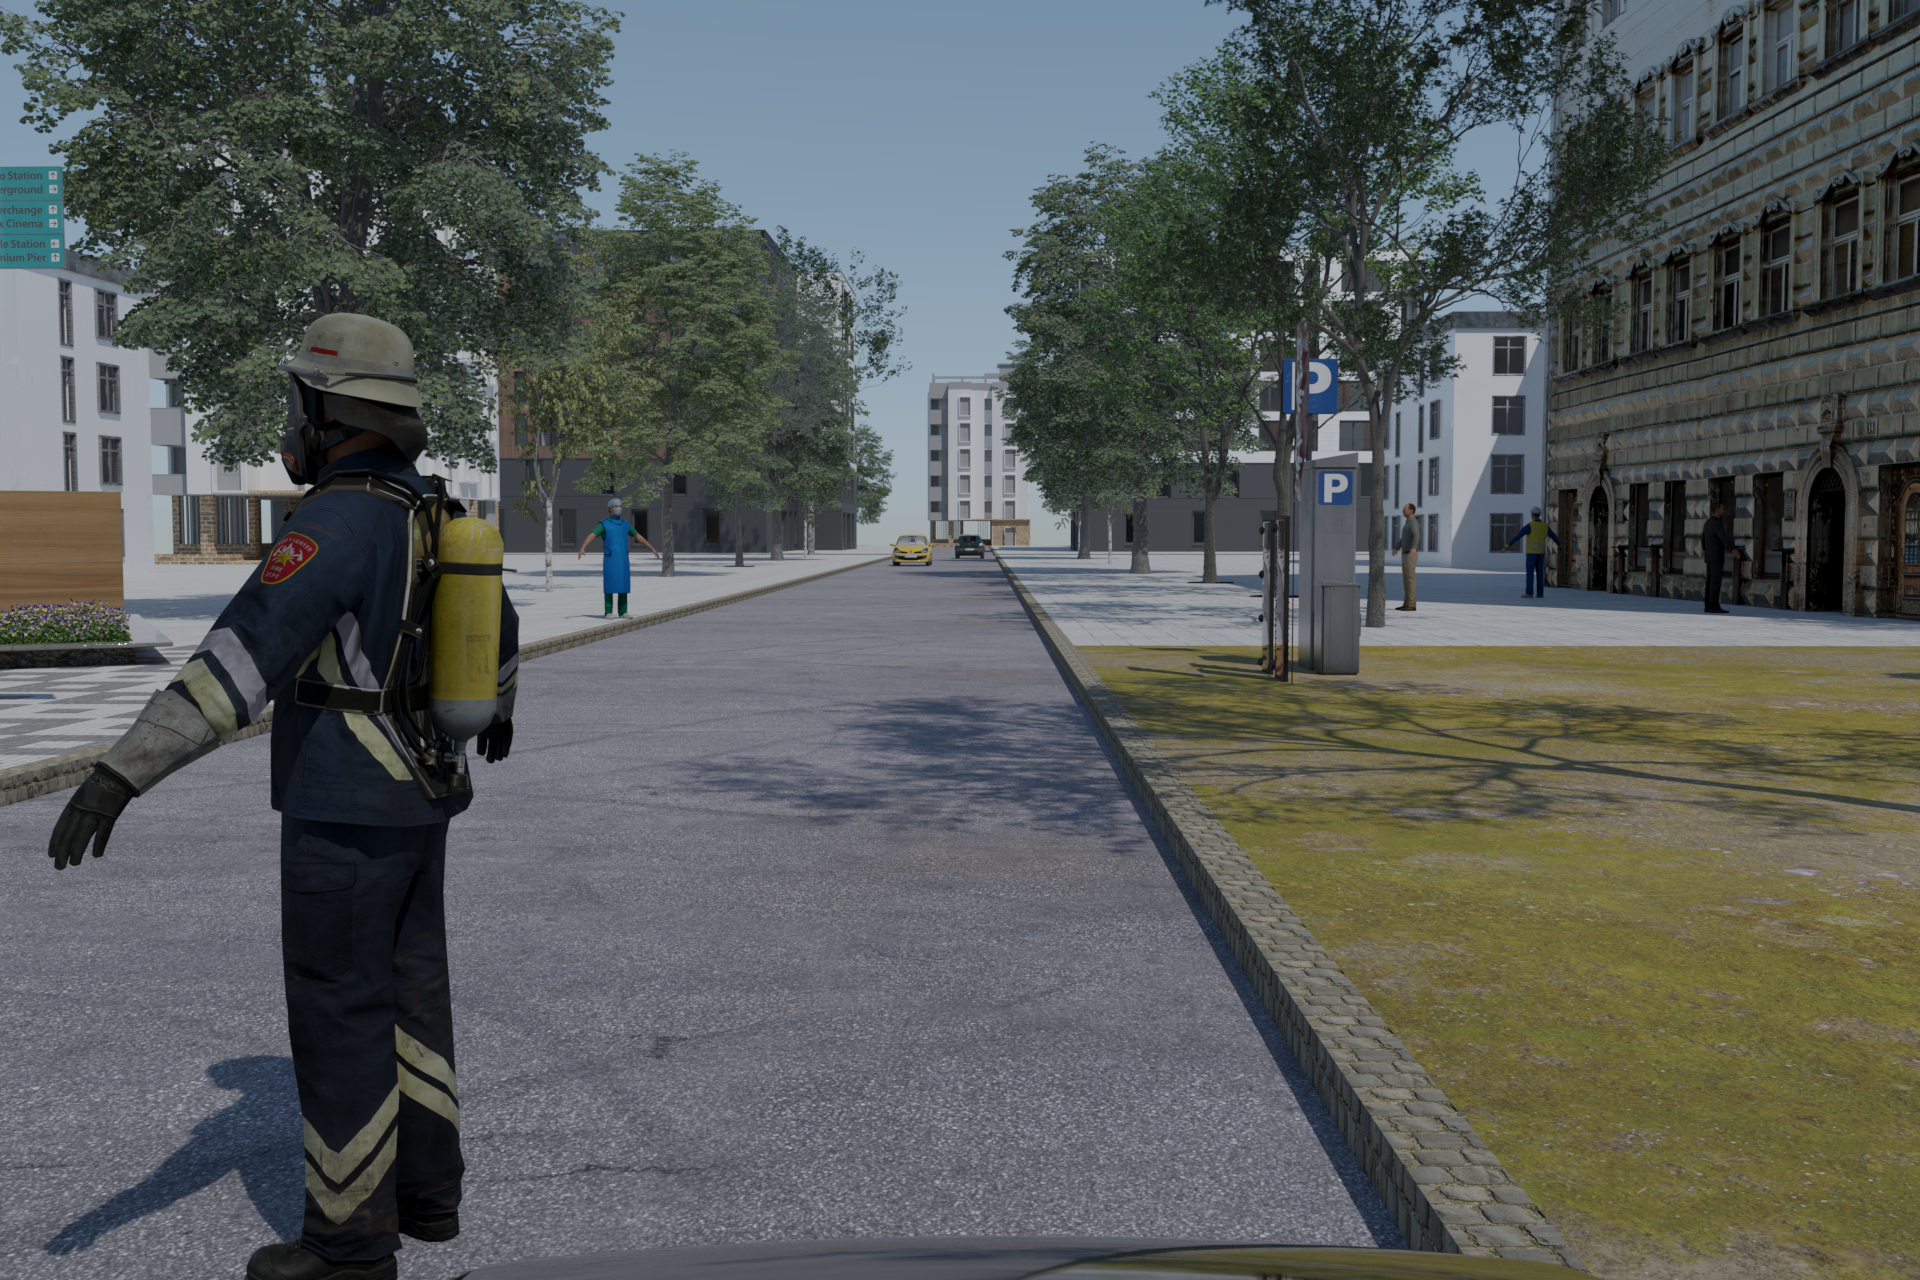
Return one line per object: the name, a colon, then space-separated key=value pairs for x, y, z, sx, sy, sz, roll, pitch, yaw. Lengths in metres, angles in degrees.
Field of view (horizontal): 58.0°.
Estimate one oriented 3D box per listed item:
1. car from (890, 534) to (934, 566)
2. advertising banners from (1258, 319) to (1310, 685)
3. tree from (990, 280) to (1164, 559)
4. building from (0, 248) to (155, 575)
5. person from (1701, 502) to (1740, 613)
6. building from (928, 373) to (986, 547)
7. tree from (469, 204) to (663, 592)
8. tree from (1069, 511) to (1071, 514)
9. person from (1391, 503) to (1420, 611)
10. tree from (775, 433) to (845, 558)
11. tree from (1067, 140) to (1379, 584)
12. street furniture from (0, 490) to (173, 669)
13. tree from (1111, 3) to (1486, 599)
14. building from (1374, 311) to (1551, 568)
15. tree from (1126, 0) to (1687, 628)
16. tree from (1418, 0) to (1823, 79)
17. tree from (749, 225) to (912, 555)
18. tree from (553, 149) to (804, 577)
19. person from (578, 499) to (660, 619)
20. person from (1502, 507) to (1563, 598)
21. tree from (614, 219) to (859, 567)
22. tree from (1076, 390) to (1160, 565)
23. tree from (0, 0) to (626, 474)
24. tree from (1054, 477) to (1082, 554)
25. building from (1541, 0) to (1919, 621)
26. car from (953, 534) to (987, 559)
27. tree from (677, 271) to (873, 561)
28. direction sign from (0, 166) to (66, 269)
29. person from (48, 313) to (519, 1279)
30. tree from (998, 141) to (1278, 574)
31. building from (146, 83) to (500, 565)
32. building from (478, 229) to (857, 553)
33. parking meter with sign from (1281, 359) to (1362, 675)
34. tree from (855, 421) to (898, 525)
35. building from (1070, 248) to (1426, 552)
car: x=-2.149 y=-4.184 z=78.629 sx=2.015 sy=1.641 sz=3.980 roll=0 pitch=4 yaw=1
advertising banners: x=2.831 y=-1.162 z=15.185 sx=0.090 sy=3.025 sz=2.074 roll=0 pitch=4 yaw=1
tree: x=6.354 y=-11.091 z=87.994 sx=9.857 sy=13.997 sz=8.962 roll=0 pitch=3 yaw=0
building: x=-27.258 y=-6.122 z=42.243 sx=9.099 sy=9.664 sz=28.070 roll=0 pitch=4 yaw=2
person: x=12.308 y=-1.342 z=28.170 sx=0.704 sy=1.802 sz=1.346 roll=0 pitch=4 yaw=2
building: x=-3.298 y=-20.623 z=196.062 sx=11.380 sy=20.090 sz=16.016 roll=0 pitch=4 yaw=-1
tree: x=-8.945 y=-5.372 z=38.195 sx=4.737 sy=8.622 sz=4.395 roll=0 pitch=3 yaw=0
tree: x=14.292 y=-14.802 z=192.371 sx=4.360 sy=8.622 sz=3.978 roll=0 pitch=3 yaw=0
person: x=7.484 y=-1.388 z=28.959 sx=0.705 sy=1.796 sz=1.348 roll=0 pitch=4 yaw=1
tree: x=-7.988 y=-8.661 z=91.974 sx=4.737 sy=8.622 sz=4.395 roll=0 pitch=3 yaw=0
tree: x=6.613 y=-7.274 z=44.685 sx=9.928 sy=11.665 sz=9.643 roll=0 pitch=3 yaw=0
street furniture: x=-12.934 y=-0.647 z=17.440 sx=9.812 sy=1.723 sz=11.010 roll=-2 pitch=4 yaw=-28
tree: x=6.522 y=-6.652 z=34.521 sx=9.928 sy=11.665 sz=9.643 roll=0 pitch=3 yaw=0
building: x=23.077 y=-7.541 z=65.441 sx=9.099 sy=9.664 sz=28.070 roll=0 pitch=4 yaw=1
tree: x=6.002 y=-5.463 z=23.740 sx=7.601 sy=10.594 sz=8.767 roll=-3 pitch=5 yaw=-40
tree: x=4.559 y=-4.457 z=7.278 sx=7.601 sy=10.594 sz=8.767 roll=1 pitch=4 yaw=12
tree: x=-8.931 y=-15.257 z=105.335 sx=12.611 sy=20.169 sz=13.585 roll=0 pitch=3 yaw=0
tree: x=-8.397 y=-8.175 z=51.794 sx=7.486 sy=12.596 sz=7.792 roll=0 pitch=3 yaw=0
person: x=-5.176 y=-1.223 z=26.129 sx=1.347 sy=1.817 sz=0.704 roll=-3 pitch=5 yaw=-39
person: x=11.541 y=-1.763 z=34.800 sx=1.349 sy=1.833 sz=0.705 roll=-1 pitch=4 yaw=-13
tree: x=-8.670 y=-9.582 z=67.043 sx=12.009 sy=13.543 sz=11.850 roll=0 pitch=3 yaw=0
tree: x=6.321 y=-7.489 z=72.800 sx=4.360 sy=8.622 sz=3.978 roll=0 pitch=3 yaw=0
tree: x=-9.628 y=-7.342 z=26.691 sx=9.857 sy=13.997 sz=8.962 roll=0 pitch=3 yaw=0
tree: x=7.109 y=-9.469 z=105.184 sx=4.737 sy=8.622 sz=4.395 roll=0 pitch=3 yaw=0
building: x=23.219 y=-12.313 z=32.239 sx=19.493 sy=23.208 sz=18.063 roll=0 pitch=4 yaw=1
car: x=0.585 y=-5.609 z=101.501 sx=2.009 sy=1.686 sz=4.222 roll=0 pitch=4 yaw=1
tree: x=-8.886 y=-10.778 z=82.883 sx=9.857 sy=13.997 sz=8.962 roll=0 pitch=3 yaw=0
direction sign: x=-7.050 y=-1.415 z=11.895 sx=2.525 sy=3.948 sz=1.411 roll=0 pitch=4 yaw=2
person: x=-1.189 y=0.296 z=3.404 sx=0.705 sy=1.856 sz=1.354 roll=1 pitch=4 yaw=15
tree: x=5.730 y=-9.097 z=55.390 sx=9.857 sy=13.997 sz=8.962 roll=0 pitch=3 yaw=0
building: x=-28.392 y=-13.315 z=74.113 sx=16.016 sy=20.090 sz=11.380 roll=0 pitch=4 yaw=1
building: x=-23.198 y=-17.676 z=132.982 sx=27.936 sy=21.610 sz=32.646 roll=0 pitch=4 yaw=1
parking meter with sign: x=3.477 y=-1.237 z=16.487 sx=0.543 sy=3.016 sz=1.738 roll=0 pitch=3 yaw=0
tree: x=-11.946 y=-17.491 z=192.636 sx=9.857 sy=13.997 sz=8.962 roll=0 pitch=3 yaw=0
building: x=22.806 y=-18.132 z=140.435 sx=27.936 sy=21.610 sz=32.646 roll=0 pitch=4 yaw=1
